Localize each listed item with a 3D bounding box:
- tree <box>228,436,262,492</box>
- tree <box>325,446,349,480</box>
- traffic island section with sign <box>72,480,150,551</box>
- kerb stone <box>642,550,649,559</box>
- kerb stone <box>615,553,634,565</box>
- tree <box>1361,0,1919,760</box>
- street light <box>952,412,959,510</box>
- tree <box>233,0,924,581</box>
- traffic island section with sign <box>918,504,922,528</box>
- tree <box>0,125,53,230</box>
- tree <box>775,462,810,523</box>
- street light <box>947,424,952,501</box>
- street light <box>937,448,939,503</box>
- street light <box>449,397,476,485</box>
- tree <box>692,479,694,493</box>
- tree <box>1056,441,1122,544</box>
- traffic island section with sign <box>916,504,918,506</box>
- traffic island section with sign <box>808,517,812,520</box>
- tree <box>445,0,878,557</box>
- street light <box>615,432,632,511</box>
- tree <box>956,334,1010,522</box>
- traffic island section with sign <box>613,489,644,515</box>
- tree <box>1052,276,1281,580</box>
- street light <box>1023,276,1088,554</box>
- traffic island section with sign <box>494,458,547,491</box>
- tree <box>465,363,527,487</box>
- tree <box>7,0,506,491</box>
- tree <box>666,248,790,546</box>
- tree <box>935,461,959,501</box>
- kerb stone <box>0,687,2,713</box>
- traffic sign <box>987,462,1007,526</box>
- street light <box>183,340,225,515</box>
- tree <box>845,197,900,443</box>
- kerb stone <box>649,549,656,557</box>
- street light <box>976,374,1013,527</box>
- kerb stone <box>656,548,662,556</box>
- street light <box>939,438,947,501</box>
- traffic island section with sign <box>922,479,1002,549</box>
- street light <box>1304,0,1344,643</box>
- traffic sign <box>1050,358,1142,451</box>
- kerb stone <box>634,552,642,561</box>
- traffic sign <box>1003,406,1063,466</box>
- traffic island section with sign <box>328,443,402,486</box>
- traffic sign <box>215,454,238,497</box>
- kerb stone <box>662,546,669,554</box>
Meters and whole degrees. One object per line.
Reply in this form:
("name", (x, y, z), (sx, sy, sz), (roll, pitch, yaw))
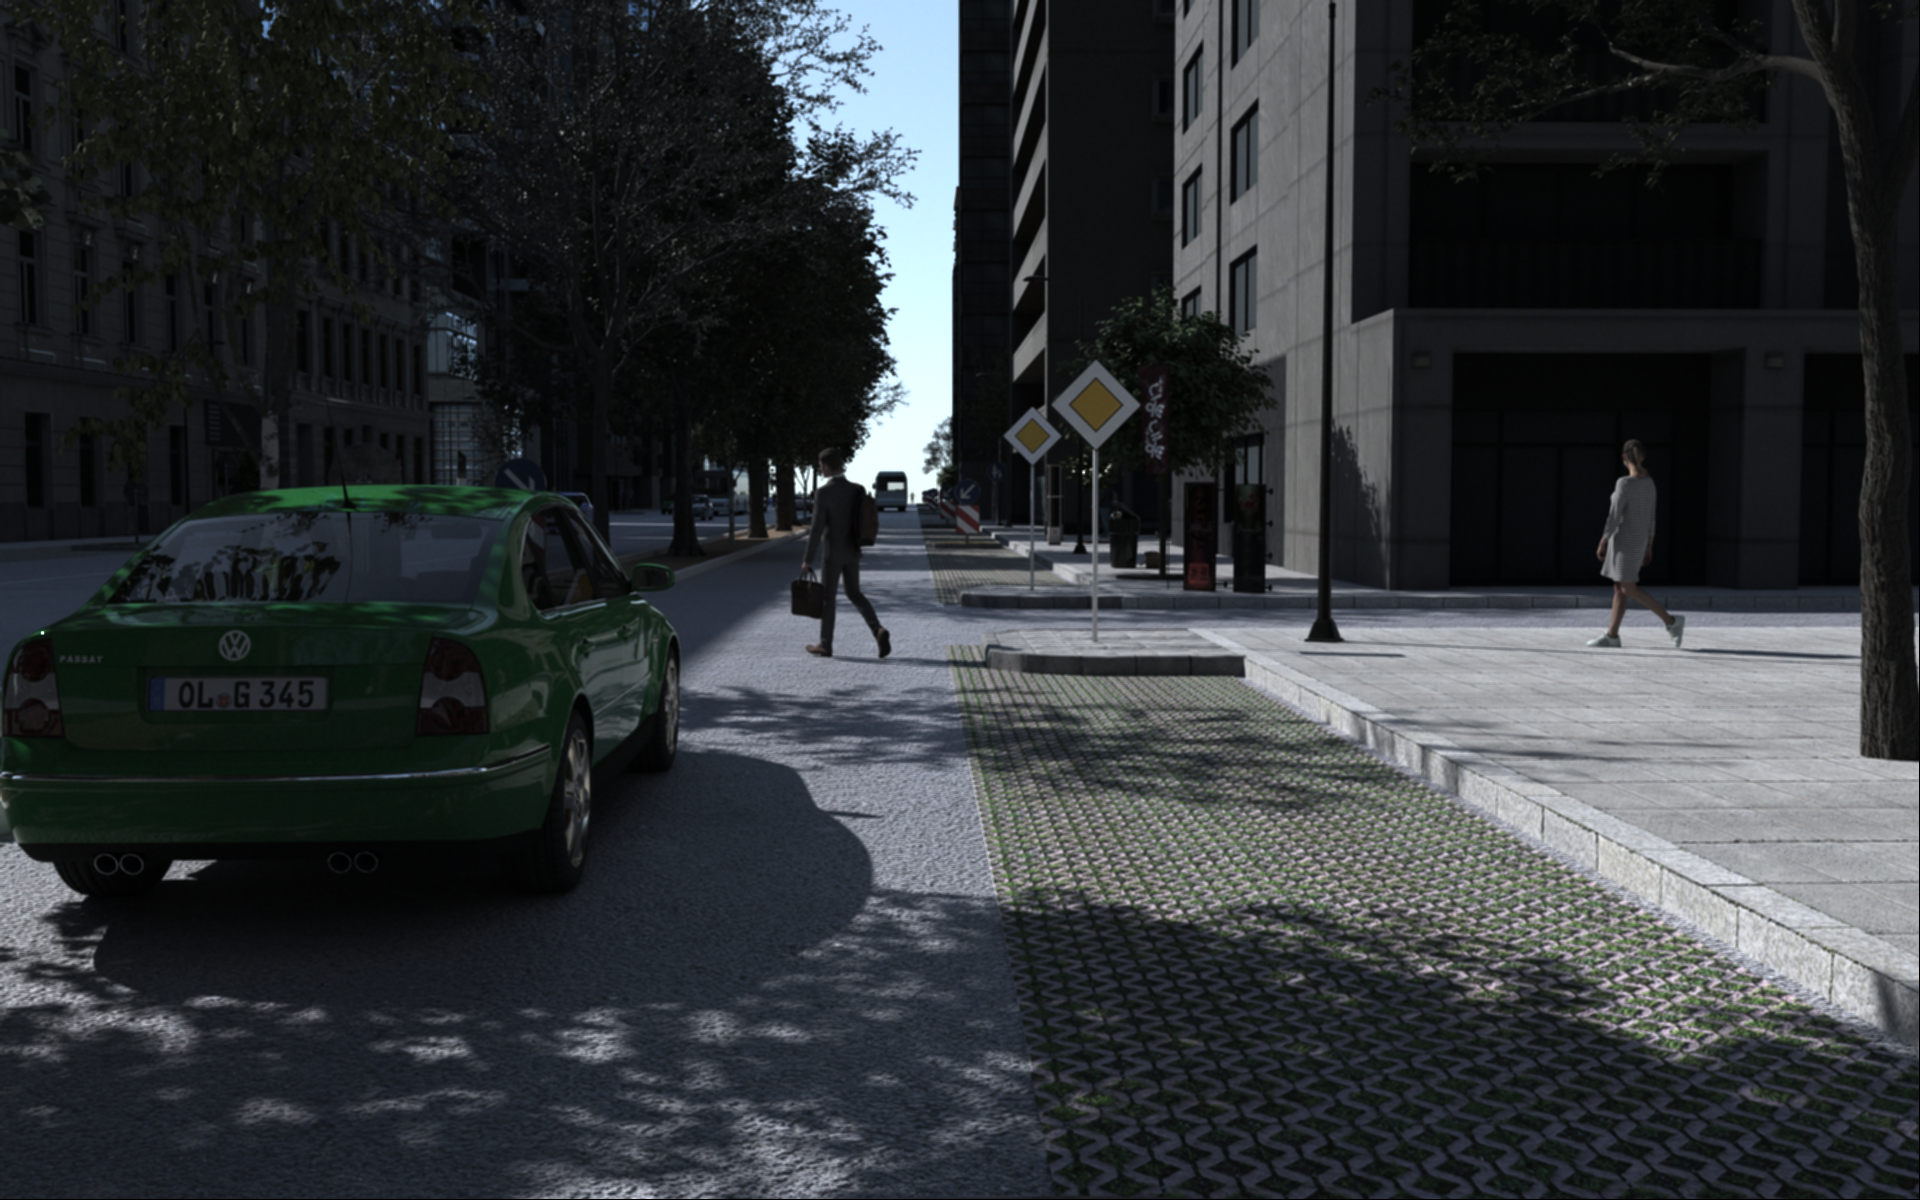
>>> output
("tree", (-23.751, -3.893, 58.257), (1.663, 3.219, 1.824), (0, 3, 0))
("tree", (-24.555, -4.569, 69.312), (1.663, 3.219, 1.824), (0, 3, 0))
("traffic island section with sign", (-21.324, -2.187, 44.382), (1.989, 1.847, 2.006), (0, 4, -2))
("kerb stone", (-7.002, -0.961, 37.917), (0.120, 0.150, 1.000), (0, 4, -2))
("kerb stone", (-6.952, -0.834, 35.870), (0.120, 0.150, 1.000), (0, 4, -2))
("tree", (4.713, -4.528, 8.453), (8.767, 10.594, 7.601), (2, 4, 23))
("street light", (0.420, -7.658, 97.755), (1.470, 5.913, 1.316), (0, 4, -2))
("tree", (-5.802, -7.021, 27.629), (12.009, 13.543, 11.850), (0, 3, 0))
("traffic island section with sign", (-0.642, -3.925, 72.798), (1.989, 1.847, 2.006), (0, 4, -2))
("tree", (-5.005, -5.820, 4.272), (9.857, 13.997, 8.962), (0, 3, 0))
("tree", (-7.559, -8.020, 83.949), (4.737, 8.622, 4.395), (0, 3, 0))
("street light", (0.062, -8.656, 114.058), (1.470, 5.913, 1.316), (0, 4, -2))
("street light", (-1.611, -12.337, 174.248), (1.470, 5.913, 1.316), (0, 4, -2))
("street light", (-23.783, -6.740, 82.738), (1.470, 5.913, 1.316), (0, 4, -2))
("tree", (-27.180, -10.925, 173.220), (1.663, 3.219, 1.824), (0, 3, 0))
("tree", (3.576, -3.078, 44.931), (1.663, 3.219, 1.824), (0, 3, 0))
("traffic island section with sign", (-1.954, -6.953, 122.306), (1.989, 1.847, 2.006), (0, 4, -2))
("traffic island section with sign", (-7.553, -5.472, 97.603), (2.006, 1.907, 1.989), (0, 4, -2))
("tree", (-6.339, -7.337, 39.431), (9.611, 12.733, 9.660), (0, 3, 0))
("street light", (-24.988, -9.541, 128.537), (1.470, 5.913, 1.316), (0, 4, -2))
("tree", (1.627, -7.968, 80.635), (4.737, 8.622, 4.395), (0, 3, 0))
("traffic island section with sign", (-23.391, -6.961, 122.440), (1.989, 1.847, 2.006), (0, 4, -2))
("tree", (3.136, -2.601, 26.245), (4.285, 4.588, 4.351), (0, 3, 0))
("street light", (2.039, -3.942, 37.000), (1.470, 5.913, 1.316), (0, 4, -2))
("traffic island section with sign", (-5.555, -0.878, 22.491), (2.006, 1.907, 1.989), (0, 4, -2))
("tree", (-25.242, -8.858, 95.191), (4.360, 8.622, 3.978), (0, 3, 0))
("tree", (-5.318, -3.694, 13.222), (4.737, 8.622, 4.395), (0, 3, 0))
("tree", (-6.201, -5.744, 46.739), (4.360, 8.622, 3.978), (0, 3, 0))
("tree", (-0.755, -11.351, 169.295), (4.285, 4.588, 4.351), (0, 3, 0))
("kerb stone", (-6.316, 0.640, 11.734), (0.120, 0.150, 1.000), (0, 4, -2))
("traffic sign", (1.463, -4.184, 68.518), (0.768, 2.556, 0.104), (0, 4, 3))
("street light", (-22.917, -4.890, 52.494), (1.470, 5.913, 1.316), (0, 4, -2))
("tree", (-6.540, -8.957, 55.560), (9.857, 13.997, 8.962), (0, 3, 0))
("kerb stone", (-7.037, -1.024, 38.939), (0.120, 0.150, 1.000), (0, 4, -2))
("street light", (1.335, -5.779, 67.023), (1.470, 5.913, 1.316), (0, 4, -2))
("kerb stone", (-7.063, -1.083, 39.961), (0.120, 0.150, 1.000), (0, 4, -2))
("street light", (-0.767, -10.469, 143.701), (1.470, 5.913, 1.316), (0, 4, -2))
("traffic island section with sign", (0.071, -2.277, 45.852), (1.989, 1.847, 2.006), (0, 4, -2))
("street light", (2.637, -2.593, 14.931), (1.470, 5.913, 1.316), (0, 4, -2))
("traffic sign", (1.189, -0.780, 14.937), (0.795, 2.593, 0.064), (0, 4, -2))
("kerb stone", (-6.977, -0.899, 36.895), (0.120, 0.150, 1.000), (0, 4, -2))
("traffic sign", (0.977, -1.268, 22.920), (0.795, 2.593, 0.064), (0, 4, -2))
("traffic island section with sign", (-5.369, -0.425, 15.086), (2.006, 1.907, 1.989), (0, 4, -2))
("traffic sign", (-23.268, -3.354, 54.947), (0.768, 2.556, 0.104), (0, 4, 6))
("kerb stone", (-7.086, -1.149, 40.991), (0.120, 0.150, 1.000), (0, 4, -2))
